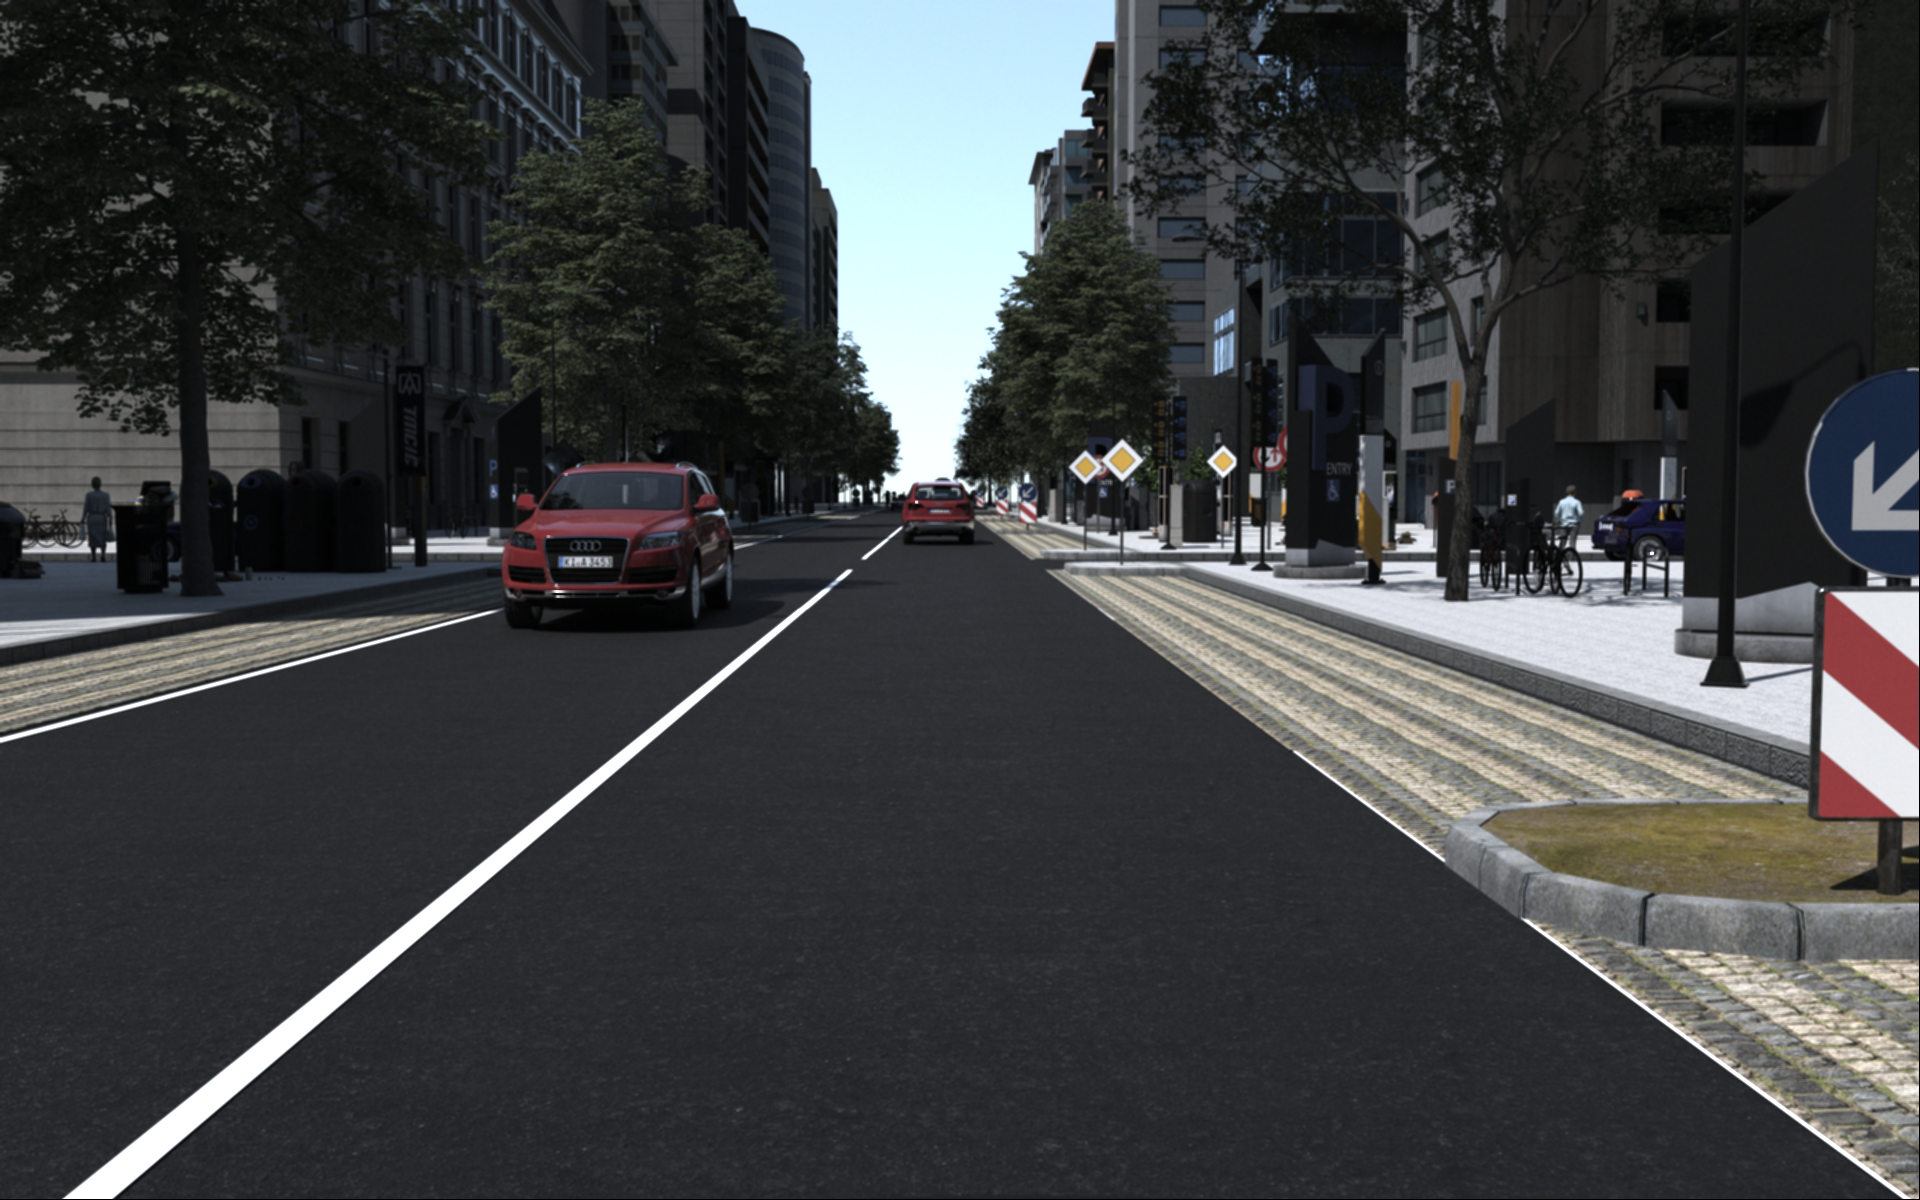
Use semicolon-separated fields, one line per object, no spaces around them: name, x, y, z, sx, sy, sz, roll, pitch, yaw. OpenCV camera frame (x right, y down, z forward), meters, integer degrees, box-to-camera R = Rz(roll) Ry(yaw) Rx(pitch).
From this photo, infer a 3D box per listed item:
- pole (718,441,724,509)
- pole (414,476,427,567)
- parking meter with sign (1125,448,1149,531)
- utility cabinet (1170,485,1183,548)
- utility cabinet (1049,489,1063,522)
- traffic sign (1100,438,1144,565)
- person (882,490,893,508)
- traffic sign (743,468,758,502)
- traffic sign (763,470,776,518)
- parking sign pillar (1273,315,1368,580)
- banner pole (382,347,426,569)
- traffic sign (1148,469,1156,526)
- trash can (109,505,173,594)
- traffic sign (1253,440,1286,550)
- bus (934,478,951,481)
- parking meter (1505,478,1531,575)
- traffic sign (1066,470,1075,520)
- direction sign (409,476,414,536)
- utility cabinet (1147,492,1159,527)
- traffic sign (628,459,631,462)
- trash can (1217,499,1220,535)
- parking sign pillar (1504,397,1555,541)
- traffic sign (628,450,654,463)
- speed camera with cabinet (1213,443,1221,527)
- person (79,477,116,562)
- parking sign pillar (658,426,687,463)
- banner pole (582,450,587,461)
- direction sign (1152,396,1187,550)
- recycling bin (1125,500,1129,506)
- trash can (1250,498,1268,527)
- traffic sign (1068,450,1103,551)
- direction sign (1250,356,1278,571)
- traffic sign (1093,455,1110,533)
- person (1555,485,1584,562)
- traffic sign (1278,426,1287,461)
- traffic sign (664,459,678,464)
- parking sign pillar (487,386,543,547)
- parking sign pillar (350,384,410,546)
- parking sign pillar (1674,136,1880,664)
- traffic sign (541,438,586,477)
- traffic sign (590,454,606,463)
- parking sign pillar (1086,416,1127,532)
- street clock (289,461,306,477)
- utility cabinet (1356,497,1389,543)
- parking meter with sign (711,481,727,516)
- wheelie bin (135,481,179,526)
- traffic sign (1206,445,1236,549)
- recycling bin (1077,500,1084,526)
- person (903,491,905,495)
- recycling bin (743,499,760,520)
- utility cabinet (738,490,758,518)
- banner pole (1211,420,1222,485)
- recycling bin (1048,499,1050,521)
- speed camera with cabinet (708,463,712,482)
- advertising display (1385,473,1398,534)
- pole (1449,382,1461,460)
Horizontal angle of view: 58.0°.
pole;-9.110;-4.419;66.093;0.158;3.312;0.155;0;3;0
pole;-9.535;-2.245;30.546;0.158;3.312;0.155;0;3;0
parking meter with sign;6.305;-3.985;61.410;0.543;3.016;1.738;2;4;34
utility cabinet;5.166;-2.005;41.459;0.318;1.500;1.173;0;4;5
utility cabinet;4.403;-4.248;78.140;0.318;1.500;1.173;2;4;28
traffic sign;2.919;-1.688;31.237;0.795;2.450;0.064;0;4;-1
person;-7.236;-10.013;172.175;1.348;1.831;0.705;2;4;24
traffic sign;-10.318;-5.216;85.390;0.768;2.556;0.104;0;4;8
traffic sign;-10.053;-5.560;91.008;0.768;2.556;0.104;0;4;4
parking sign pillar;5.555;-2.329;26.557;1.447;3.967;1.447;-3;5;-44
banner pole;-9.580;-2.428;29.721;0.863;3.779;0.401;-1;4;-10
traffic sign;6.377;-3.371;56.307;0.795;2.450;0.064;0;4;2
trash can;-10.612;-0.662;22.472;0.748;1.137;0.748;0;3;0
traffic sign;7.102;-2.425;39.751;0.768;2.556;0.104;0;4;5
bus;-2.571;-16.354;258.933;2.896;3.916;12.252;0;4;0
parking meter;8.908;-1.176;27.644;0.372;1.533;0.369;0;3;0
traffic sign;5.532;-5.256;86.037;0.768;2.556;0.104;0;4;5
direction sign;-16.855;-3.760;53.467;0.876;3.537;0.379;2;4;33
utility cabinet;7.142;-3.597;67.487;1.173;1.500;0.318;3;4;36
traffic sign;-11.835;-3.818;62.530;0.768;2.556;0.104;0;4;5
trash can;8.238;-2.639;54.798;0.748;1.137;0.748;0;3;0
parking sign pillar;15.888;-3.661;48.322;1.447;3.967;1.447;1;4;18
traffic sign;-7.207;-2.171;39.139;0.795;2.450;0.064;0;4;-1
speed camera with cabinet;9.949;-4.423;66.645;0.660;3.252;2.038;1;4;12
person;-17.455;-1.598;34.981;0.694;1.780;0.624;-1;4;-18
parking sign pillar;-10.737;-4.708;65.442;1.447;3.967;1.447;1;4;13
banner pole;-15.839;-5.082;73.103;0.401;3.779;0.863;0;4;6
direction sign;4.826;-2.937;40.016;0.876;3.537;0.379;-1;4;-20
recycling bin;6.906;-3.481;69.468;0.722;1.027;0.722;-2;4;-25
trash can;11.704;-3.436;67.825;0.748;1.137;0.748;0;3;0
traffic sign;2.837;-2.176;39.221;0.795;2.450;0.064;0;4;-1
direction sign;5.065;-2.258;28.919;0.379;3.537;0.876;3;4;38
traffic sign;4.532;-3.461;56.698;0.768;2.556;0.104;0;4;3
person;12.028;-1.458;34.155;0.330;1.601;0.589;-3;5;-43
traffic sign;5.933;-1.847;30.311;0.768;2.556;0.104;0;4;4
traffic sign;-10.528;-3.862;63.253;0.768;2.556;0.104;0;4;5
parking sign pillar;-10.978;-3.322;42.795;1.447;3.967;1.447;3;5;41
parking sign pillar;-14.428;-3.331;42.935;1.447;3.967;1.447;1;4;20
parking sign pillar;6.460;-1.540;13.655;1.447;3.967;1.447;2;4;30
traffic sign;-7.125;-1.683;31.154;0.795;2.450;0.064;0;4;-1
traffic sign;-11.315;-3.334;54.610;0.768;2.556;0.104;0;4;2
parking sign pillar;4.985;-4.328;59.234;1.447;3.967;1.447;2;4;34
street clock;-14.638;-2.064;38.324;0.358;2.002;0.471;-3;5;-41
utility cabinet;9.767;-1.859;41.554;1.020;1.237;0.306;1;4;14
parking meter with sign;-14.417;-6.528;102.999;0.543;3.016;1.738;-3;5;-43
wheelie bin;-19.435;-2.087;42.026;0.980;1.594;0.693;-3;5;-44
traffic sign;6.152;-2.406;40.528;0.795;2.450;0.064;0;4;4
recycling bin;5.164;-3.505;69.865;0.722;1.027;0.722;2;4;25
person;-8.506;-15.643;263.900;0.705;1.869;1.348;1;4;16
recycling bin;-10.476;-4.548;86.906;0.722;1.027;0.722;-1;4;-21
utility cabinet;-11.321;-5.131;92.574;1.173;1.500;0.318;3;4;36
banner pole;8.669;-4.205;58.773;0.401;3.779;0.863;-1;4;-21
recycling bin;4.601;-4.249;82.028;0.722;1.027;0.722;1;4;21
speed camera with cabinet;-16.220;-7.025;109.193;0.660;3.252;2.038;-2;4;-28
advertising display;13.467;-2.990;54.107;0.123;1.923;0.974;0;4;-2
pole;8.991;-2.303;31.502;0.158;3.312;0.155;0;3;0
